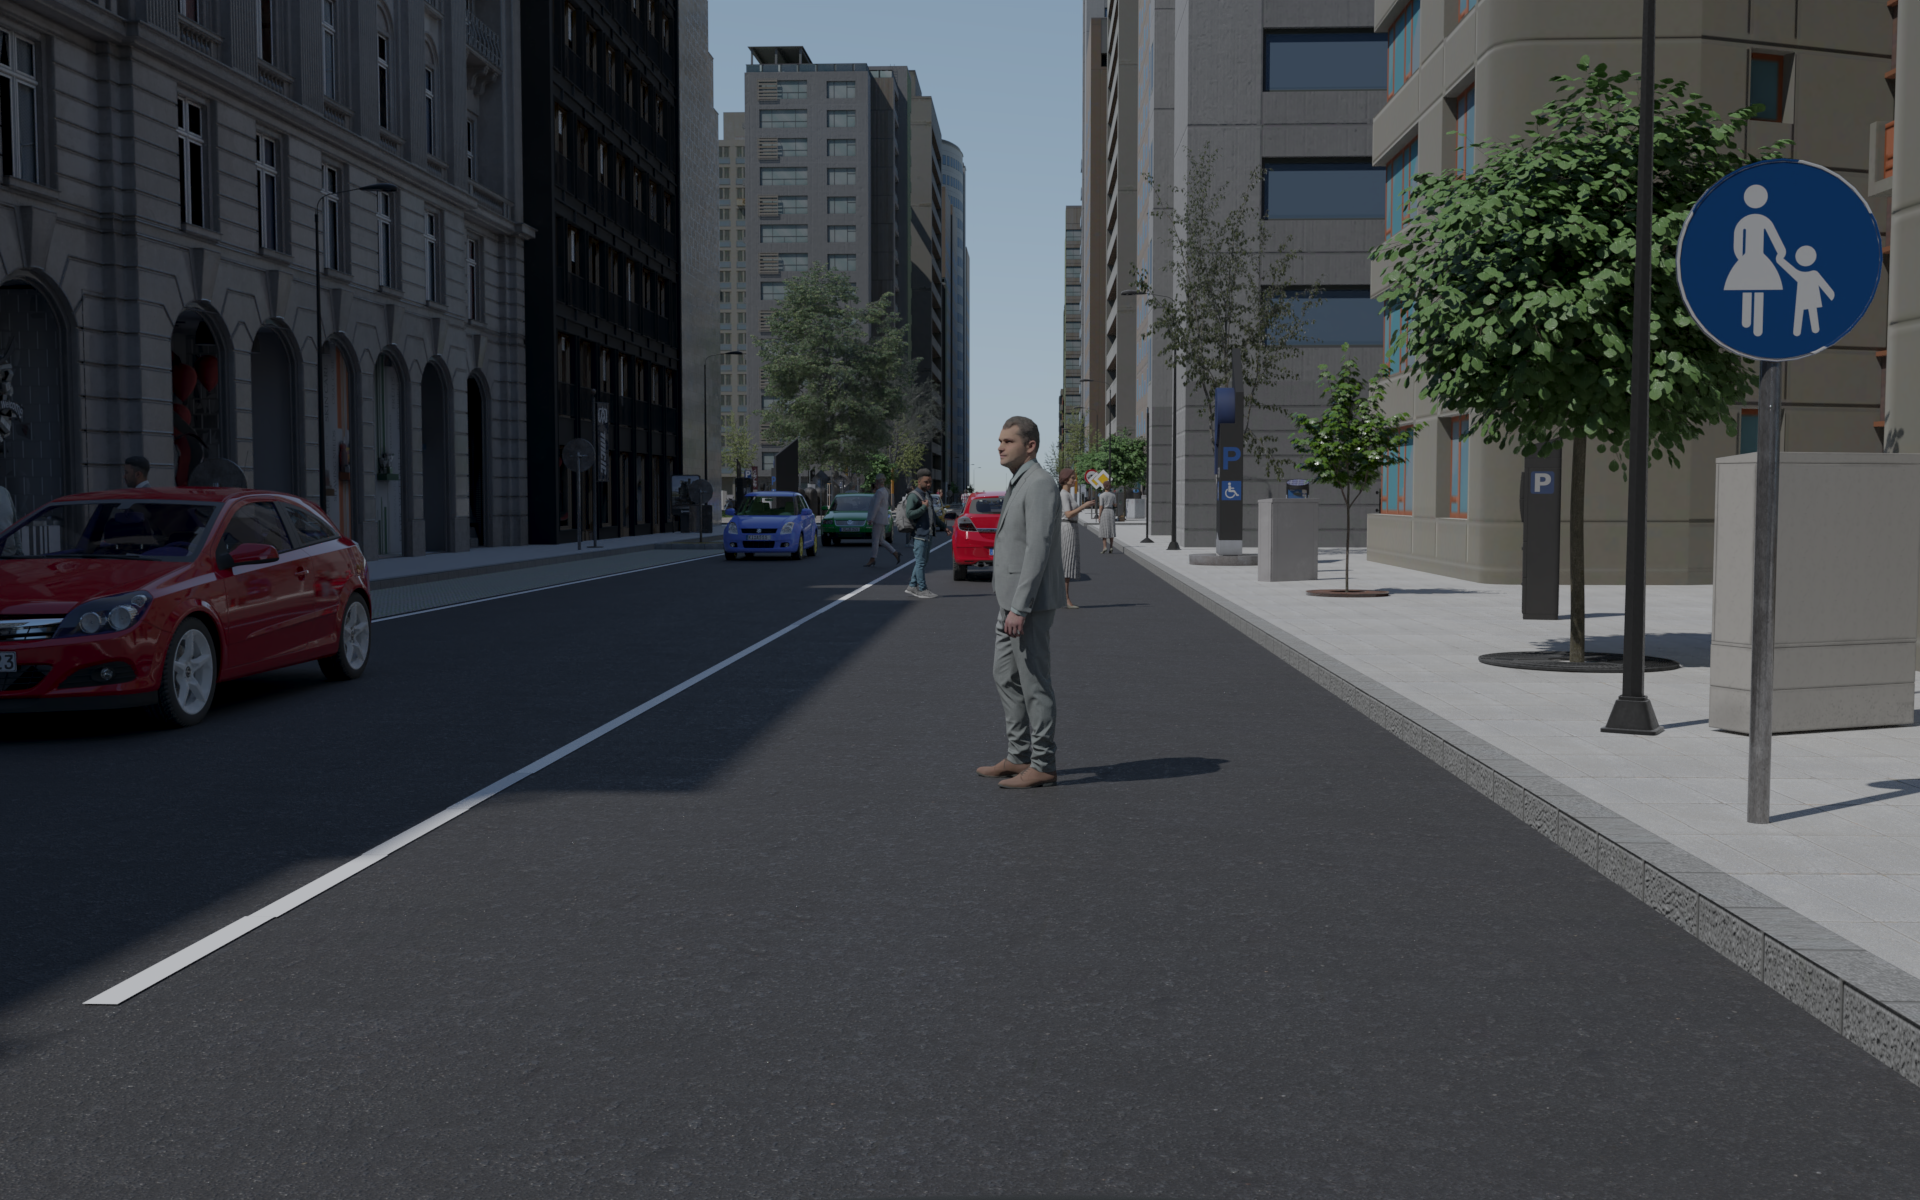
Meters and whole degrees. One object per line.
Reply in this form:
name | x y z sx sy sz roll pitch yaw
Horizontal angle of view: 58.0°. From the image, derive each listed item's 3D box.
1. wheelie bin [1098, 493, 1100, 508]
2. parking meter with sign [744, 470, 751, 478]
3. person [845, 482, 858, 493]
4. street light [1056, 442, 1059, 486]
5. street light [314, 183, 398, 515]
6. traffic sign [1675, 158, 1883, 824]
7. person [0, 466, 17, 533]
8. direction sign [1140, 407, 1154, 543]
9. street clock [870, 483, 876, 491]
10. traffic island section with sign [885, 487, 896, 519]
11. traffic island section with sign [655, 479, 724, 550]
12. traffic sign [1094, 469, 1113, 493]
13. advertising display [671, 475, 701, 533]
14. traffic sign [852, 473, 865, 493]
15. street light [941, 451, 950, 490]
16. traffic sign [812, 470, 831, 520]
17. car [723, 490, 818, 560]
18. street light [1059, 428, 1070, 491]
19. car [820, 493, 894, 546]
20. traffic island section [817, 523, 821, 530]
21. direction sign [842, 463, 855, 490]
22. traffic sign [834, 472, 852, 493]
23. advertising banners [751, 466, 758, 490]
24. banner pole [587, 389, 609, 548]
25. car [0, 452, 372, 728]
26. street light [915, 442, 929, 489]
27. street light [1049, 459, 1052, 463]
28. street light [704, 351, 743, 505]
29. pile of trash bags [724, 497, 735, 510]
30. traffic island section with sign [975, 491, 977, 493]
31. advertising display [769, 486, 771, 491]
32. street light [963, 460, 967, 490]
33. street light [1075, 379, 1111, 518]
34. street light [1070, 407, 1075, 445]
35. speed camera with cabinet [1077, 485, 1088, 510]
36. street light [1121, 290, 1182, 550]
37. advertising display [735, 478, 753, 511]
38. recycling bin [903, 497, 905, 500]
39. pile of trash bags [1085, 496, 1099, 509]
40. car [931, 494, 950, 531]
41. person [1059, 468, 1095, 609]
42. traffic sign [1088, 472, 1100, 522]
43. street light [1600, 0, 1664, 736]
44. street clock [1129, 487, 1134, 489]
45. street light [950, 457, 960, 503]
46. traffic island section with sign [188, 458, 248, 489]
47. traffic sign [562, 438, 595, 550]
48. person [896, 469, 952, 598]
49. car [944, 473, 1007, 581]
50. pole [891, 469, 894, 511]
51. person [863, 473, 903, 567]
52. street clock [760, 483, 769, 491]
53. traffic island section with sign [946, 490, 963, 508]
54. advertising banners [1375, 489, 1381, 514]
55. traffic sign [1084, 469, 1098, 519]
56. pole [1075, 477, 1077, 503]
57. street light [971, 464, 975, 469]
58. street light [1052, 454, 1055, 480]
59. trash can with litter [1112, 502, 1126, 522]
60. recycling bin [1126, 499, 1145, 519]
wheelie bin | 9.844 -6.772 118.634 0.693 1.594 0.980 2 4 30
parking meter with sign | -16.117 -8.083 128.410 0.543 3.016 1.738 -2 4 -35
person | -3.683 -3.127 59.498 0.514 1.842 0.818 -2 4 -23
street light | 9.357 -11.049 153.188 1.470 5.913 1.316 0 4 2
street light | -9.095 -3.273 26.055 1.470 5.913 1.316 0 4 2
traffic sign | 3.119 -0.403 6.689 0.768 2.556 0.104 0 4 3
person | -7.631 -0.274 13.459 0.515 1.767 0.782 1 4 12
direction sign | 4.922 -3.269 45.448 0.379 3.537 0.876 0 4 7
street clock | -5.614 -6.650 113.296 0.471 2.002 0.358 3 5 45
traffic island section with sign | -4.369 -5.672 101.369 1.989 1.847 2.006 0 4 2
traffic island section with sign | -6.821 -2.245 45.329 1.989 1.847 2.006 0 4 2
traffic sign | 5.807 -4.076 70.282 0.795 2.450 0.064 0 4 2
advertising display | -9.043 -3.177 57.151 0.974 1.923 0.123 0 4 -4
traffic sign | -5.997 -6.245 102.207 0.768 2.556 0.104 0 4 5
street light | -2.147 -13.055 185.995 1.470 5.913 1.316 0 4 2
traffic sign | -5.675 -4.108 70.803 0.795 2.450 0.064 0 4 2
car | -4.216 -1.785 38.772 1.945 1.707 3.694 0 4 3
street light | 7.941 -9.158 122.277 1.470 5.913 1.316 0 4 2
car | -2.898 -2.473 49.232 1.959 1.807 4.718 0 4 2
traffic island section | -5.699 -2.972 70.865 2.009 0.180 2.903 0 4 2
direction sign | -6.542 -6.772 102.712 0.876 3.537 0.379 -1 4 -12
traffic sign | -5.326 -4.596 78.780 0.795 2.450 0.064 0 4 2
advertising banners | -12.320 -6.892 108.867 0.090 3.025 2.074 3 5 43
banner pole | -8.649 -3.154 41.577 0.401 3.779 0.863 1 4 23
car | -5.581 -0.180 11.978 2.155 1.783 4.494 0 4 1
street light | -3.466 -11.200 155.666 1.470 5.913 1.316 0 4 2
street light | 11.195 -13.810 198.340 1.470 5.913 1.316 0 4 2
street light | -7.745 -5.128 56.382 1.470 5.913 1.316 0 4 2
pile of trash bags | -11.494 -5.266 95.846 3.447 1.369 1.912 0 4 4
traffic island section with sign | 3.794 -17.100 288.206 1.989 1.847 2.006 0 4 2
advertising display | -15.085 -8.222 139.636 0.123 1.923 0.974 2 4 31
street light | 0.142 -16.256 238.330 1.470 5.913 1.316 0 4 2
street light | 5.509 -5.954 69.884 1.470 5.913 1.316 0 4 2
street light | 6.727 -7.303 91.943 1.470 5.913 1.316 0 4 2
speed camera with cabinet | 9.537 -8.656 135.859 0.660 3.252 2.038 1 4 20
street light | 4.359 -4.098 39.547 1.470 5.913 1.316 0 4 2
advertising display | -8.589 -3.896 68.905 0.974 1.923 0.123 3 5 42
recycling bin | -4.615 -8.608 153.293 0.722 1.027 0.722 -2 4 -31
pile of trash bags | 10.601 -8.498 148.694 1.912 1.369 3.447 -1 4 -21
car | -1.387 -3.527 67.885 2.015 1.641 3.980 0 4 1
person | 1.441 -0.773 21.710 0.524 1.755 0.480 0 4 6
traffic sign | 6.156 -4.564 78.260 0.795 2.450 0.064 0 4 2
street light | 3.095 -2.243 9.216 1.470 5.913 1.316 0 4 2
street clock | 12.508 -7.469 126.688 0.471 2.002 0.358 0 4 -2
street light | -0.760 -14.914 216.391 1.470 5.913 1.316 0 4 2
traffic island section with sign | -8.012 -0.582 18.149 1.989 1.847 2.006 0 4 2
traffic sign | -8.735 -2.420 39.668 0.768 2.556 0.104 0 4 3
person | -0.521 -0.921 23.910 0.721 1.781 0.623 1 4 15
car | 0.783 -1.285 30.056 2.155 1.783 4.494 0 4 1
pole | -5.053 -8.304 129.612 0.158 3.312 0.155 0 3 0
person | -1.524 -1.583 34.265 0.818 1.842 0.514 -1 4 -10
street clock | -13.070 -6.734 114.663 0.358 2.002 0.471 0 4 7
traffic island section with sign | -1.026 -10.355 177.924 1.989 1.847 2.006 0 4 2
advertising banners | 28.092 -7.276 115.143 0.090 3.025 2.074 2 4 31
traffic sign | 6.698 -5.376 88.003 0.768 2.556 0.104 0 4 4
pole | 7.950 -7.642 118.788 0.158 3.312 0.155 0 3 0
street light | 1.550 -18.149 269.273 1.470 5.913 1.316 0 4 2
street light | 9.921 -11.907 167.224 1.470 5.913 1.316 0 4 2
trash can with litter | 7.146 -4.205 80.135 1.055 1.170 0.624 -2 4 -29
recycling bin | 9.119 -4.738 90.016 0.722 1.027 0.722 -2 4 -33
